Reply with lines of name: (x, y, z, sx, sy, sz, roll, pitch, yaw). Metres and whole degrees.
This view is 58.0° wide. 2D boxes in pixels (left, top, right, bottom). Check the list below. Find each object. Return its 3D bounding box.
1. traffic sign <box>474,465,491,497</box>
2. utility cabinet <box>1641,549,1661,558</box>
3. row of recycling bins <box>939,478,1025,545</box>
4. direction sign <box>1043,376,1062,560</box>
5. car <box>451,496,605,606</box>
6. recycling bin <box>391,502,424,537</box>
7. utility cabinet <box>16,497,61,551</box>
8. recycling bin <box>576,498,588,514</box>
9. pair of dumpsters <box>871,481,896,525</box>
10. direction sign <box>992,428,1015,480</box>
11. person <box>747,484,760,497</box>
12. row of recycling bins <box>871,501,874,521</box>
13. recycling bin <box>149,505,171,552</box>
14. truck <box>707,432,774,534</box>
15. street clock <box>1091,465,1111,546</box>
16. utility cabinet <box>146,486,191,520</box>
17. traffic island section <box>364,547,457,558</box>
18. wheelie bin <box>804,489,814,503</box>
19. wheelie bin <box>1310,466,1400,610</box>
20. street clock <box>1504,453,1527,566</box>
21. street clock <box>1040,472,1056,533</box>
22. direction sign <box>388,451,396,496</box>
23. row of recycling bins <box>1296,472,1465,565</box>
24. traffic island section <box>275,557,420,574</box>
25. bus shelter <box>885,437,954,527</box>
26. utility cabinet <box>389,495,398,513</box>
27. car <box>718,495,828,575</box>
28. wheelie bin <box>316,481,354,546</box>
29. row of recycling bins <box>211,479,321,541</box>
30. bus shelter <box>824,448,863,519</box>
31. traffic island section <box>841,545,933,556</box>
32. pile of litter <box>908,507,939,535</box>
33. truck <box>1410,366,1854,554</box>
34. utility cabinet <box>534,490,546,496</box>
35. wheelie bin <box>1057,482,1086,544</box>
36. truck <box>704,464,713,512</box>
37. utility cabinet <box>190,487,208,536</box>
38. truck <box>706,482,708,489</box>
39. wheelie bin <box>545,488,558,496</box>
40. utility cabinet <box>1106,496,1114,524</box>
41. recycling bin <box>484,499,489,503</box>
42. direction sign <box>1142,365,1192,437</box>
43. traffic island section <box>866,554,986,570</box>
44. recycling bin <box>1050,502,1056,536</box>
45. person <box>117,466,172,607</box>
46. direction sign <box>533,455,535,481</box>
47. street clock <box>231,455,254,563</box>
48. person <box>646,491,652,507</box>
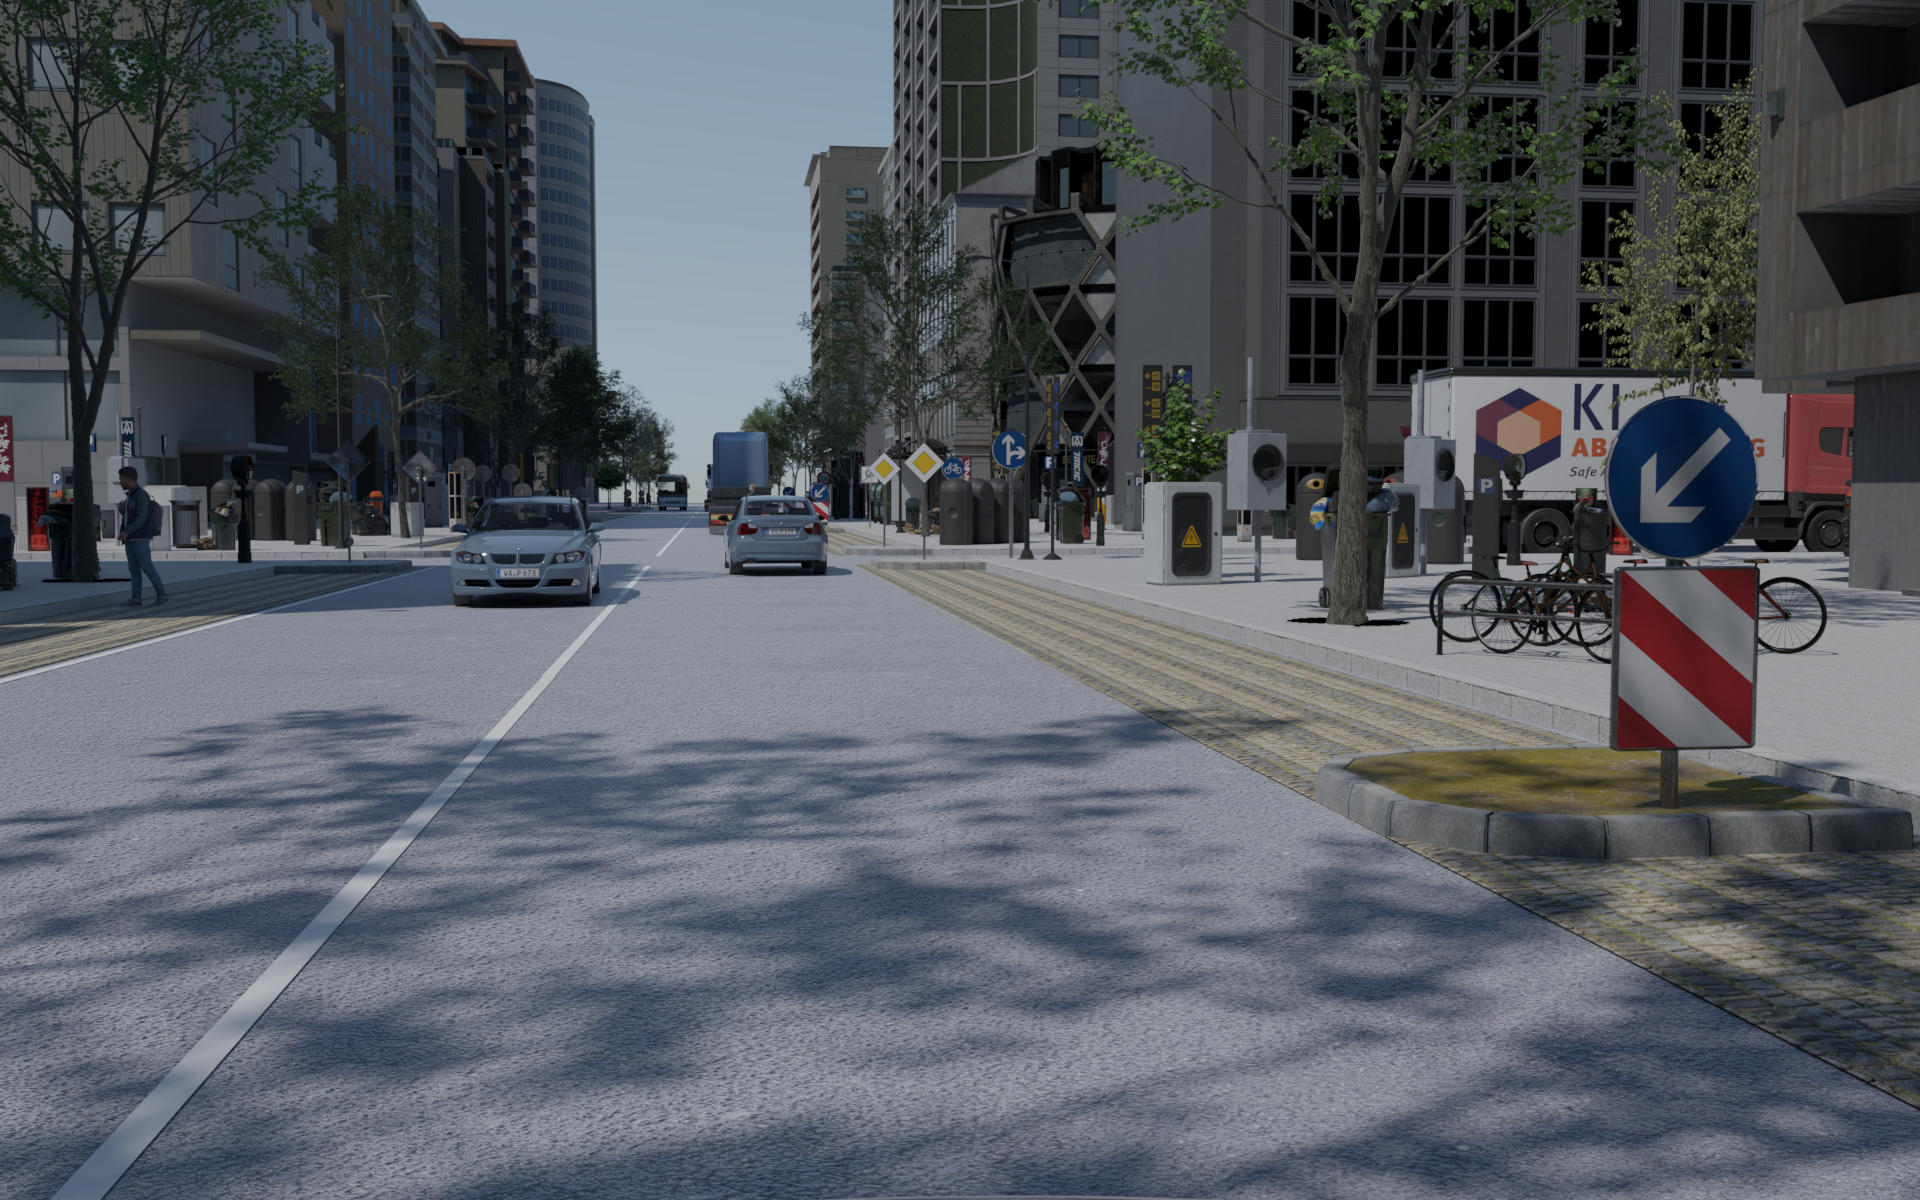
traffic sign: (-20.895, -4.630, 75.802, 0.768, 2.556, 0.104, 0, 4, -6)
utility cabinet: (14.051, -1.592, 34.705, 1.173, 1.500, 0.318, -3, 5, -44)
row of recycling bins: (0.662, -2.305, 44.795, 1.069, 1.692, 3.534, 2, 4, 32)
direction sign: (1.808, -2.555, 33.765, 0.379, 3.537, 0.876, -1, 4, -12)
car: (-5.866, -0.717, 23.734, 2.014, 1.417, 4.499, -1, 4, -9)
recycling bin: (-16.655, -2.425, 52.208, 0.722, 1.027, 0.722, 1, 4, 13)
utility cabinet: (-20.849, -1.716, 39.226, 1.020, 1.237, 0.306, 1, 4, 20)
recycling bin: (-24.546, -6.093, 112.176, 0.722, 1.027, 0.722, 1, 4, 10)
pair of dumpsters: (-2.847, -4.326, 73.226, 1.574, 2.255, 4.437, -1, 4, -8)
direction sign: (1.480, -4.111, 59.208, 0.876, 3.537, 0.379, 2, 4, 27)
person: (-6.887, -3.016, 58.231, 0.534, 1.772, 0.576, 1, 4, 18)
row of recycling bins: (-2.714, -4.732, 84.475, 3.534, 1.692, 1.069, -1, 4, -20)
recycling bin: (-18.116, -1.610, 38.884, 0.722, 1.027, 0.722, -2, 4, -24)
truck: (-8.742, -4.867, 69.335, 2.967, 4.110, 18.799, 0, 4, -8)
street clock: (3.470, -2.334, 42.728, 0.471, 2.002, 0.358, 1, 4, 15)
utility cabinet: (-20.832, -2.238, 45.265, 1.173, 1.500, 0.318, 1, 4, 9)
traffic island section: (-12.536, -1.098, 40.234, 2.009, 0.180, 2.903, 0, 4, -8)
wheelie bin: (-9.394, -6.170, 108.787, 0.693, 1.594, 0.980, 1, 4, 10)
wheelie bin: (4.430, -0.698, 19.317, 0.980, 1.594, 0.693, 0, 4, -5)
street clock: (9.919, -1.615, 30.978, 0.358, 2.002, 0.471, 3, 5, 43)
street clock: (2.926, -3.240, 57.538, 0.471, 2.002, 0.358, -2, 4, -23)
direction sign: (-30.206, -6.124, 92.124, 0.379, 3.537, 0.876, 0, 4, 5)
row of recycling bins: (7.916, -1.569, 32.769, 1.069, 1.692, 3.534, -3, 5, -45)
traffic island section: (-11.412, -0.615, 32.328, 2.009, 0.180, 2.903, 0, 4, -8)
bus shelter: (-1.587, -4.294, 64.133, 2.014, 3.302, 5.546, 0, 4, -8)
utility cabinet: (-27.289, -4.453, 83.961, 0.306, 1.237, 1.020, 1, 4, 10)
car: (-3.460, -1.230, 32.117, 2.014, 1.417, 4.499, -1, 4, -10)
wheelie bin: (-15.330, -2.118, 42.530, 0.980, 1.594, 0.693, 1, 4, 22)
row of recycling bins: (-19.299, -2.497, 47.940, 3.534, 1.692, 1.069, 2, 4, 24)
bus shelter: (-6.158, -6.152, 91.873, 1.731, 3.624, 6.357, 0, 4, -8)
traffic island section: (-1.802, -1.191, 41.750, 2.009, 0.180, 2.903, 0, 4, -8)
pile of litter: (-0.955, -2.522, 55.198, 1.176, 0.858, 1.719, -2, 4, -35)
truck: (16.179, -3.113, 39.817, 11.283, 4.237, 2.839, 0, 4, -6)
utility cabinet: (-25.001, -5.759, 102.838, 0.318, 1.500, 1.173, -3, 5, -44)
wheelie bin: (2.866, -2.251, 44.704, 0.693, 1.594, 0.980, 0, 4, -8)
truck: (-20.587, -9.738, 148.970, 2.967, 4.110, 18.799, 0, 4, -7)
utility cabinet: (-23.462, -2.677, 52.450, 1.173, 1.500, 0.318, -3, 5, -40)
truck: (-29.840, -13.463, 216.047, 3.469, 3.379, 9.791, -1, 4, -9)
wheelie bin: (-22.878, -5.452, 97.051, 0.693, 1.594, 0.980, -2, 4, -30)
utility cabinet: (6.632, -3.809, 73.444, 0.306, 1.237, 1.020, 3, 5, 44)
recycling bin: (-23.482, -4.545, 86.859, 0.722, 1.027, 0.722, -3, 5, -40)
direction sign: (3.638, -2.352, 30.456, 0.876, 3.537, 0.379, 0, 4, -4)
traffic island section: (-0.678, -0.707, 33.844, 2.009, 0.180, 2.903, 0, 4, -8)
recycling bin: (3.207, -2.459, 52.753, 0.722, 1.027, 0.722, -2, 4, -30)
person: (-10.380, -0.796, 21.855, 0.623, 1.781, 0.721, 3, 4, 38)
direction sign: (-25.033, -6.698, 101.506, 0.379, 3.537, 0.876, -2, 4, -29)
street clock: (-13.326, -1.690, 32.209, 0.358, 2.002, 0.471, 0, 4, 3)
person: (-31.885, -10.325, 177.754, 0.568, 1.767, 0.683, 1, 4, 19)
